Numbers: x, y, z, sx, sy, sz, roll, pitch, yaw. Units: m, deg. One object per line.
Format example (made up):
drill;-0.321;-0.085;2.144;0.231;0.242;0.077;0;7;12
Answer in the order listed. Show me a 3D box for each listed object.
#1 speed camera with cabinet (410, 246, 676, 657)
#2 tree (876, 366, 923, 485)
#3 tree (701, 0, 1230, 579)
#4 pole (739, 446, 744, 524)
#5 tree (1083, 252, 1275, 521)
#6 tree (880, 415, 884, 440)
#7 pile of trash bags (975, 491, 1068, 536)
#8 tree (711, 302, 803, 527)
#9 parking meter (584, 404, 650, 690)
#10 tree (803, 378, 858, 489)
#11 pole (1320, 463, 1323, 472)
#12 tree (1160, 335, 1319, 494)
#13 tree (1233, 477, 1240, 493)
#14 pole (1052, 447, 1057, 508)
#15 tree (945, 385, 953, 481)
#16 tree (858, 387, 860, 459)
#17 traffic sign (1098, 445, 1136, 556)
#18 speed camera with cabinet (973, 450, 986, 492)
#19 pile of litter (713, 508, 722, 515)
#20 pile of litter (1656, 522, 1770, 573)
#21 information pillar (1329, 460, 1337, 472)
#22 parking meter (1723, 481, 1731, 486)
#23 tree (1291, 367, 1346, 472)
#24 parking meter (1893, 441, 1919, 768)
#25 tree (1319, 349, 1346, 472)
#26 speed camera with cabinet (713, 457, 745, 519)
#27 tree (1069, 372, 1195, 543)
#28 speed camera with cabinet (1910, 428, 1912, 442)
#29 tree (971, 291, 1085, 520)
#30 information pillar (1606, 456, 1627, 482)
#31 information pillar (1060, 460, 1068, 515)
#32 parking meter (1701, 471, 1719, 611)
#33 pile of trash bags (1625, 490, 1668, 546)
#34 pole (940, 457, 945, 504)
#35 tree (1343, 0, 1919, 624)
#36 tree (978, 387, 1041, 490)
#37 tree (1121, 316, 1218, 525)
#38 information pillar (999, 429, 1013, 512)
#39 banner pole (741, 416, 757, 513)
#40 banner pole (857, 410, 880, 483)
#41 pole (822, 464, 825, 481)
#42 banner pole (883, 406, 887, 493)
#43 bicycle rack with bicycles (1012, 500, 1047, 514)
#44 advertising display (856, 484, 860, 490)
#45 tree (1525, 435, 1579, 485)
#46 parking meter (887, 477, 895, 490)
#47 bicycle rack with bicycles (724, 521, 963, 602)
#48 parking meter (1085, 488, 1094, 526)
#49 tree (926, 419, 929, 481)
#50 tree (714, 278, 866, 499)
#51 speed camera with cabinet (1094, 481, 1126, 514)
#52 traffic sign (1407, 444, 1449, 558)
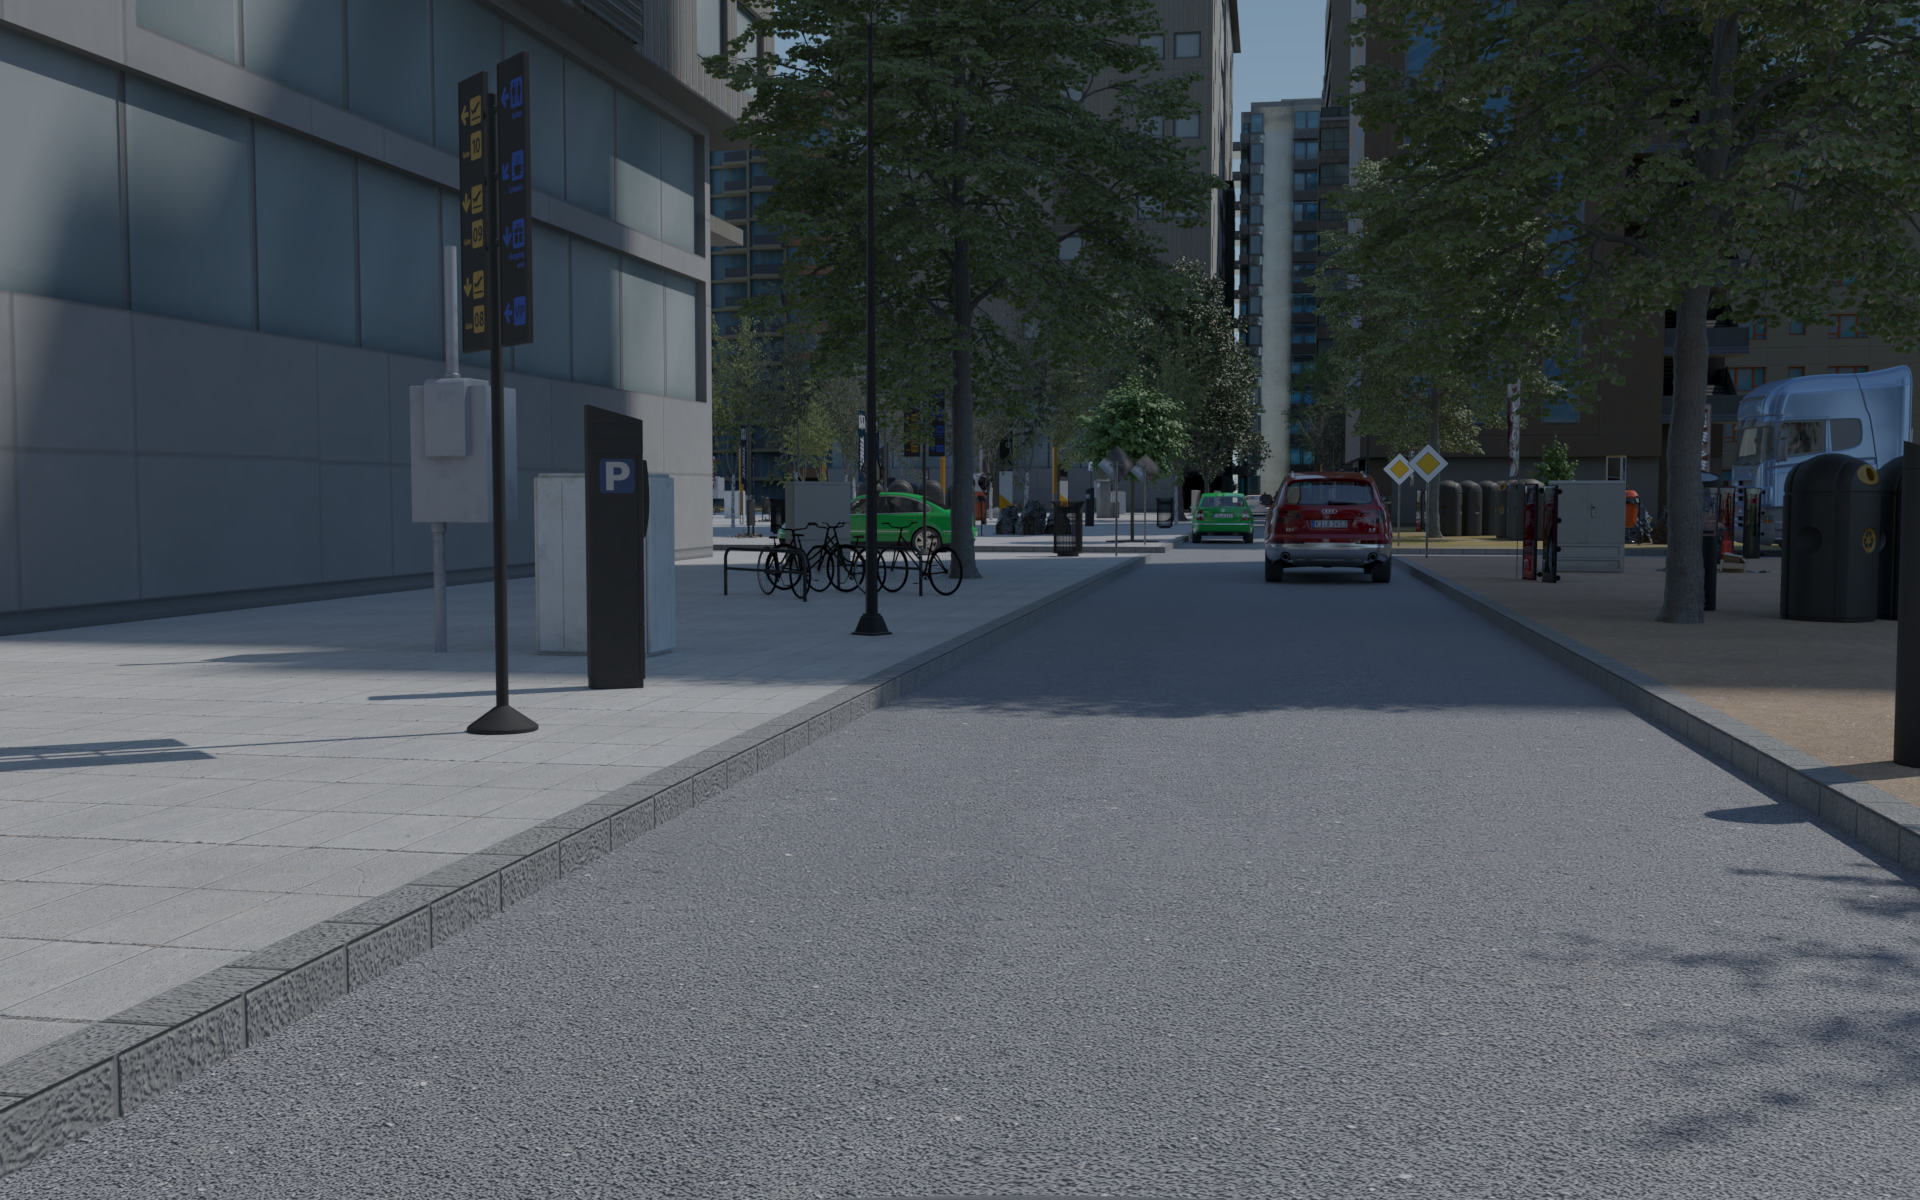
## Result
speed camera with cabinet;-3.359;-1.200;13.964;2.038;3.252;0.660;1;4;12
tree;-4.579;-7.473;72.548;4.360;8.622;3.978;0;3;0
tree;0.064;-6.573;25.596;7.486;12.596;7.792;0;3;0
pole;-9.252;-4.856;73.242;0.158;3.312;0.155;0;3;0
tree;10.314;-10.122;82.496;9.611;12.733;9.660;0;3;0
tree;-7.011;-9.880;111.902;4.737;8.622;4.395;0;3;0
pile of trash bags;1.732;-2.736;54.485;3.447;1.369;1.912;-2;4;-32
tree;-8.760;-7.114;66.679;4.737;8.622;4.395;0;3;0
parking meter;-2.267;-0.352;11.467;0.399;1.863;0.255;-1;4;-18
tree;-8.783;-8.975;97.097;4.737;8.622;4.395;0;3;0
pole;23.905;-7.377;114.462;0.158;3.312;0.155;0;3;0
tree;15.969;-11.406;112.244;9.928;11.665;9.643;0;3;0
tree;25.543;-10.344;163.718;1.663;3.219;1.824;0;3;0
pole;4.121;-4.988;75.400;0.158;3.312;0.155;0;3;0
tree;1.425;-8.249;85.232;4.360;8.622;3.978;0;3;0
tree;-8.427;-9.316;102.673;4.737;8.622;4.395;0;3;0
traffic sign;3.226;-1.958;35.657;0.795;2.450;0.064;1;4;10
speed camera with cabinet;0.422;-5.106;77.818;0.660;3.252;2.038;-2;4;-31
pile of litter;-16.775;-6.364;118.022;1.176;0.858;1.719;2;4;33
pile of litter;12.423;-0.890;28.512;1.719;0.858;1.176;2;4;30
information pillar;24.628;-7.525;114.383;0.504;3.616;0.183;1;4;21
parking meter;33.296;-4.244;75.108;0.399;1.863;0.255;-2;4;-33
tree;21.438;-9.102;99.177;4.360;8.622;3.978;0;3;0
parking meter;4.630;0.016;8.157;0.372;1.533;0.369;0;3;0
tree;26.376;-11.960;121.303;9.928;11.665;9.643;0;3;0
speed camera with cabinet;-12.281;-5.922;91.161;2.038;3.252;0.660;2;4;30
tree;4.699;-3.826;46.264;4.285;4.588;4.351;0;3;0
speed camera with cabinet;29.033;-3.508;51.699;0.660;3.252;2.038;-1;4;-17
tree;2.232;-6.620;58.605;4.360;8.622;3.978;0;3;0
information pillar;12.591;-1.761;33.286;0.304;2.012;0.304;2;4;35
information pillar;6.465;-7.111;107.617;0.504;3.616;0.183;1;4;12
parking meter;8.171;-0.656;19.139;0.372;1.533;0.369;0;3;0
pile of trash bags;17.617;-2.122;44.451;1.912;1.369;3.447;3;4;38
pole;-0.744;-4.941;74.629;0.158;3.312;0.155;0;3;0
tree;7.635;-6.037;16.831;7.486;12.596;7.792;0;3;0
tree;3.230;-10.228;117.595;4.737;8.622;4.395;0;3;0
tree;8.659;-7.369;70.849;4.737;8.622;4.395;0;3;0
information pillar;1.683;-4.375;62.887;0.504;3.616;0.183;0;4;1
banner pole;-6.844;-3.993;55.303;0.401;3.779;0.863;1;4;15
banner pole;-2.532;-3.423;45.989;0.401;3.779;0.863;1;4;22
pole;-8.540;-7.012;108.485;0.158;3.312;0.155;0;3;0
banner pole;-2.347;-3.609;49.020;0.863;3.779;0.401;0;4;2
bicycle rack with bicycles;3.871;-6.007;111.599;2.852;0.926;2.925;-2;4;-29
advertising display;-6.463;-6.784;116.125;0.974;1.923;0.123;0;4;8
tree;19.196;-3.768;56.202;1.663;3.219;1.824;0;3;0
parking meter;-2.458;-3.369;60.801;0.255;1.863;0.399;-2;4;-29
bicycle rack with bicycles;-1.731;-0.529;22.037;2.852;0.926;2.925;-3;4;-39
parking meter;5.150;-3.694;68.814;0.372;1.533;0.369;0;3;0
tree;-3.085;-8.783;93.963;4.360;8.622;3.978;0;3;0
tree;-5.777;-6.598;58.237;4.360;8.622;3.978;0;3;0
speed camera with cabinet;9.827;-7.291;113.549;2.038;3.252;0.660;-1;4;-13
traffic sign;9.317;-1.889;34.534;0.795;2.450;0.064;1;4;10
